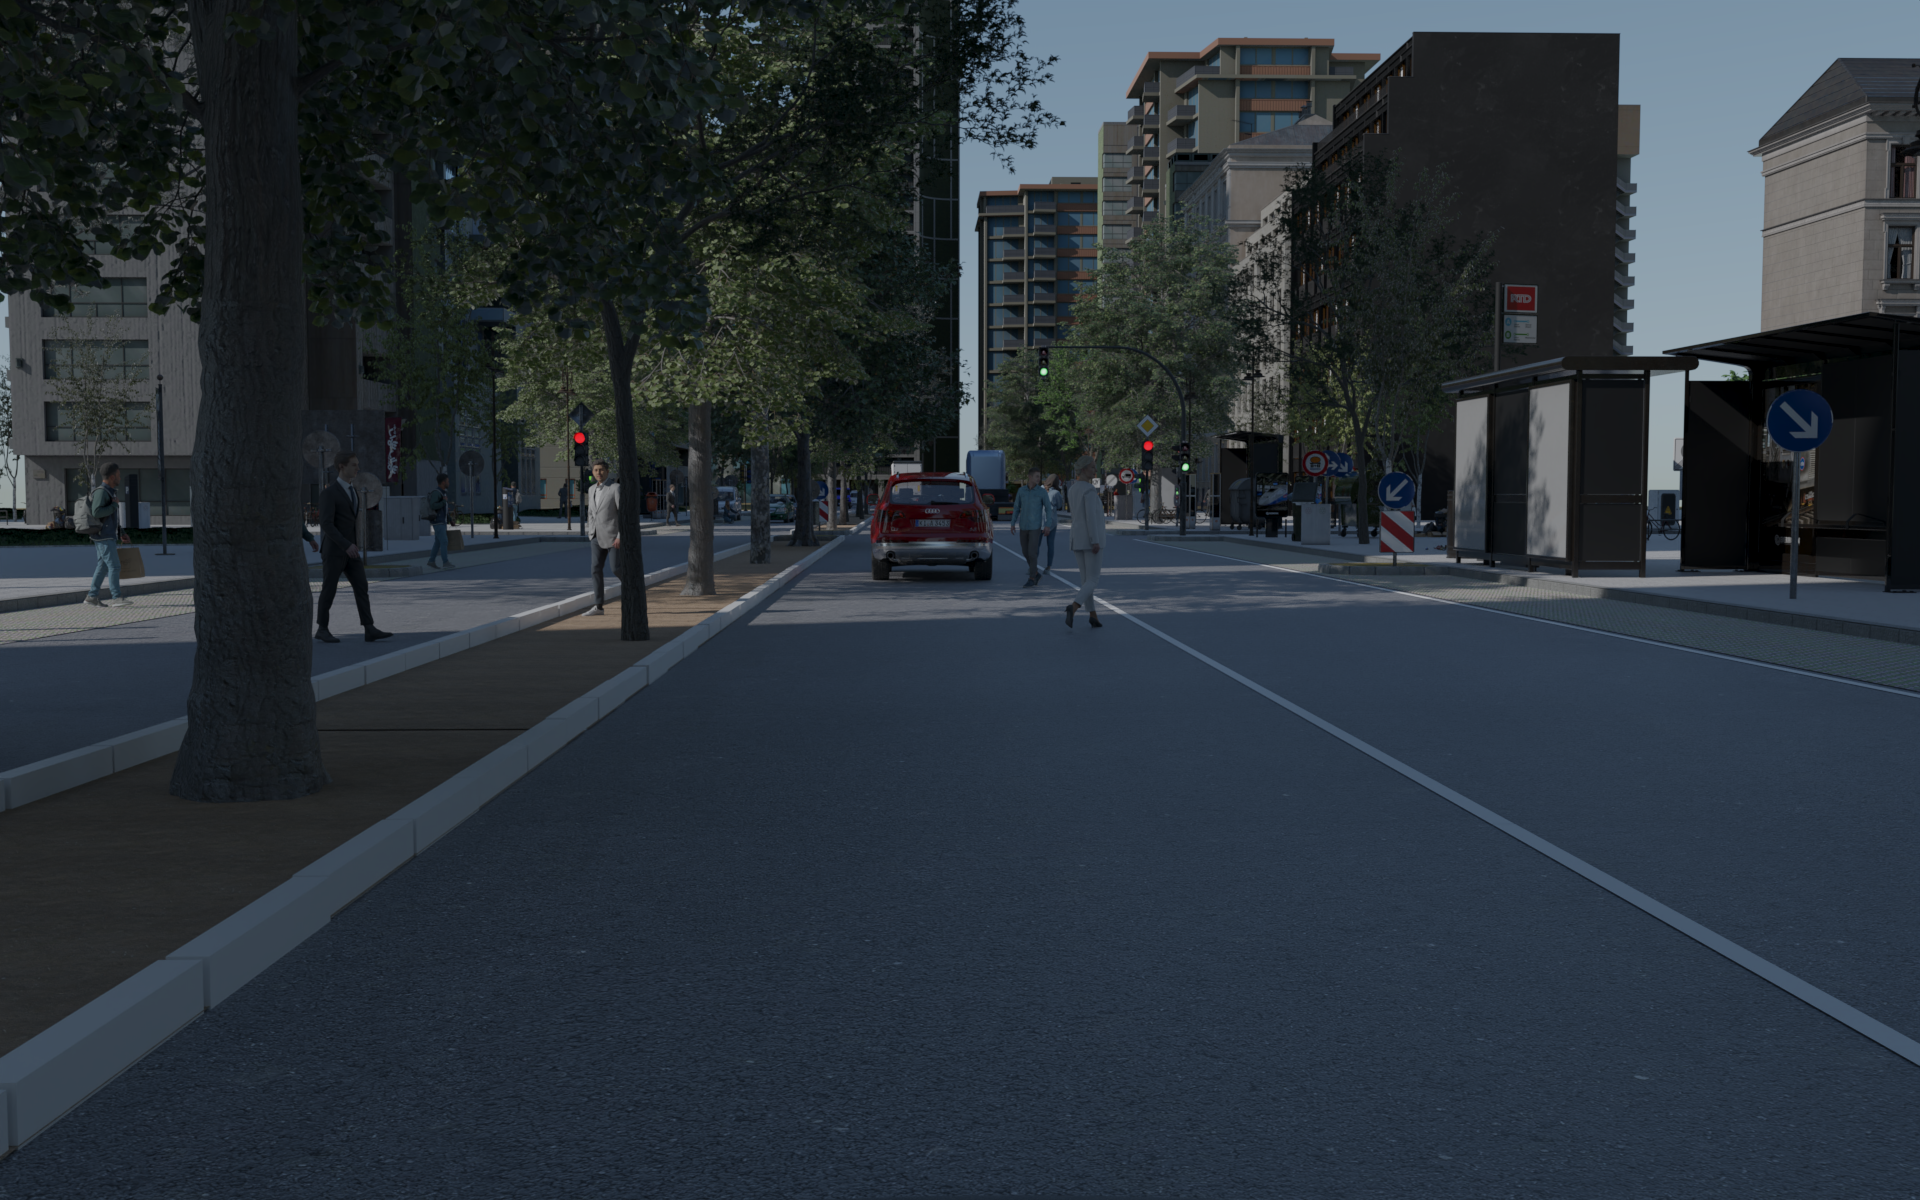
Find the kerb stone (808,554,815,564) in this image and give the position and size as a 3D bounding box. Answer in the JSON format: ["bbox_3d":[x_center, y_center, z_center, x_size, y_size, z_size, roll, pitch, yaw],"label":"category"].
[{"bbox_3d":[-3.067,-0.780,35.019,0.120,0.150,1.000,0,4,-2],"label":"kerb stone"}]

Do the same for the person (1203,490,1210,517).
[{"bbox_3d":[13.914,-5.492,95.618,0.755,1.850,0.659,-3,5,-39],"label":"person"}]

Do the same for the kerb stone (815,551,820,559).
[{"bbox_3d":[-3.132,-0.905,37.068,0.120,0.150,1.000,0,4,-2],"label":"kerb stone"}]

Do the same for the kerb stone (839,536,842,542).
[{"bbox_3d":[-3.506,-1.661,49.356,0.120,0.150,1.000,0,4,-2],"label":"kerb stone"}]

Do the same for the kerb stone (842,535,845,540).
[{"bbox_3d":[-3.572,-1.786,51.399,0.120,0.150,1.000,0,4,-2],"label":"kerb stone"}]

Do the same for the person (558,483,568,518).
[{"bbox_3d":[-20.887,-5.212,91.063,0.655,1.846,0.447,-2,4,-29],"label":"person"}]

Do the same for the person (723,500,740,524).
[{"bbox_3d":[-11.054,-4.255,83.570,0.738,1.151,1.012,3,4,37],"label":"person"}]

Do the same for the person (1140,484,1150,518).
[{"bbox_3d":[9.750,-5.197,91.104,0.616,1.811,0.778,-1,4,-12],"label":"person"}]

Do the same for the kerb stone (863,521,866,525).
[{"bbox_3d":[-4.300,-3.254,75.505,0.120,0.150,1.000,0,4,-2],"label":"kerb stone"}]

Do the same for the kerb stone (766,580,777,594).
[{"bbox_3d":[-2.755,-0.151,24.755,0.120,0.150,1.000,0,4,-2],"label":"kerb stone"}]

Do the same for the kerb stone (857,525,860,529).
[{"bbox_3d":[-4.016,-2.696,66.282,0.120,0.150,1.000,0,4,-2],"label":"kerb stone"}]

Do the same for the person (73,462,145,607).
[{"bbox_3d":[-10.644,-0.808,21.701,0.713,1.824,0.794,0,4,1],"label":"person"}]

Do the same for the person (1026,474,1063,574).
[{"bbox_3d":[1.503,-1.354,30.903,0.793,1.790,0.793,-2,4,-30],"label":"person"}]

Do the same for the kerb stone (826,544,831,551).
[{"bbox_3d":[-3.290,-1.223,42.189,0.120,0.150,1.000,0,4,-2],"label":"kerb stone"}]

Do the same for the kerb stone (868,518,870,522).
[{"bbox_3d":[-4.552,-3.764,83.731,0.120,0.150,1.000,0,4,-2],"label":"kerb stone"}]

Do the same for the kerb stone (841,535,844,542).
[{"bbox_3d":[-3.537,-1.724,50.378,0.120,0.150,1.000,0,4,-2],"label":"kerb stone"}]

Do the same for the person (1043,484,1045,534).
[{"bbox_3d":[3.028,-3.262,62.182,0.374,1.781,0.599,3,4,37],"label":"person"}]

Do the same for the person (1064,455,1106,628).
[{"bbox_3d":[1.299,-0.611,18.363,0.514,1.842,0.818,3,5,42],"label":"person"}]

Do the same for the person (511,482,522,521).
[{"bbox_3d":[-18.228,-3.932,70.680,0.721,1.781,0.623,3,5,39],"label":"person"}]

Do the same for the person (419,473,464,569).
[{"bbox_3d":[-9.780,-1.483,32.732,0.713,1.824,0.794,1,4,13],"label":"person"}]

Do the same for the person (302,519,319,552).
[{"bbox_3d":[-6.804,-0.509,17.173,0.721,1.781,0.623,1,4,21],"label":"person"}]

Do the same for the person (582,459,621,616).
[{"bbox_3d":[-4.111,-0.739,20.426,0.661,1.843,0.795,3,4,36],"label":"person"}]

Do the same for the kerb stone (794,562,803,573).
[{"bbox_3d":[-2.945,-0.533,30.920,0.120,0.150,1.000,0,4,-2],"label":"kerb stone"}]

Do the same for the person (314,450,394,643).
[{"bbox_3d":[-5.886,-0.516,16.715,0.755,1.850,0.659,1,4,13],"label":"person"}]

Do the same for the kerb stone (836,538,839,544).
[{"bbox_3d":[-3.442,-1.536,47.305,0.120,0.150,1.000,0,4,-2],"label":"kerb stone"}]

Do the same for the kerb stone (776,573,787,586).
[{"bbox_3d":[-2.814,-0.282,26.807,0.120,0.150,1.000,0,4,-2],"label":"kerb stone"}]

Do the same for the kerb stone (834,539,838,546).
[{"bbox_3d":[-3.408,-1.473,46.283,0.120,0.150,1.000,0,4,-2],"label":"kerb stone"}]

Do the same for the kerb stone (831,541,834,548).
[{"bbox_3d":[-3.354,-1.348,44.239,0.120,0.150,1.000,0,4,-2],"label":"kerb stone"}]

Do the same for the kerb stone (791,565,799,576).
[{"bbox_3d":[-2.921,-0.471,29.896,0.120,0.150,1.000,0,4,-2],"label":"kerb stone"}]

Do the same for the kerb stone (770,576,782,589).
[{"bbox_3d":[-2.791,-0.219,25.784,0.120,0.150,1.000,0,4,-2],"label":"kerb stone"}]

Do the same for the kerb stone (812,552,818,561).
[{"bbox_3d":[-3.102,-0.846,36.040,0.120,0.150,1.000,0,4,-2],"label":"kerb stone"}]

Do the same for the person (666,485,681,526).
[{"bbox_3d":[-12.623,-4.154,76.189,0.755,1.850,0.659,2,4,29],"label":"person"}]

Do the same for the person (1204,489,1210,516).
[{"bbox_3d":[14.730,-5.890,101.704,0.648,1.900,0.474,2,4,34],"label":"person"}]

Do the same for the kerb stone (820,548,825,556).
[{"bbox_3d":[-3.187,-1.035,39.110,0.120,0.150,1.000,0,4,-2],"label":"kerb stone"}]

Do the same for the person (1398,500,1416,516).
[{"bbox_3d":[15.714,-3.336,60.944,0.694,1.780,0.624,1,4,20],"label":"person"}]

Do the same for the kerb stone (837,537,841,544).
[{"bbox_3d":[-3.480,-1.598,48.330,0.120,0.150,1.000,0,4,-2],"label":"kerb stone"}]

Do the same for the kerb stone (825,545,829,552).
[{"bbox_3d":[-3.252,-1.153,41.161,0.120,0.150,1.000,0,4,-2],"label":"kerb stone"}]

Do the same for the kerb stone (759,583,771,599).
[{"bbox_3d":[-2.726,-0.094,23.729,0.120,0.150,1.000,0,4,-2],"label":"kerb stone"}]

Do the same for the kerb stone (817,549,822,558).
[{"bbox_3d":[-3.167,-0.972,38.089,0.120,0.150,1.000,0,4,-2],"label":"kerb stone"}]

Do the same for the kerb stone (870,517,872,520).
[{"bbox_3d":[-4.673,-4.012,87.818,0.120,0.150,1.000,0,4,-2],"label":"kerb stone"}]

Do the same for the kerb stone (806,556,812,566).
[{"bbox_3d":[-3.039,-0.714,33.998,0.120,0.150,1.000,0,4,-2],"label":"kerb stone"}]

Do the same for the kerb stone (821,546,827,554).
[{"bbox_3d":[-3.226,-1.097,40.132,0.120,0.150,1.000,0,4,-2],"label":"kerb stone"}]

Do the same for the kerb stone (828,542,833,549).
[{"bbox_3d":[-3.317,-1.286,43.216,0.120,0.150,1.000,0,4,-2],"label":"kerb stone"}]

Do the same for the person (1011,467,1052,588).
[{"bbox_3d":[1.155,-1.121,26.697,0.638,1.841,0.748,2,4,35],"label":"person"}]

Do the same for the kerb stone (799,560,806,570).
[{"bbox_3d":[-2.983,-0.597,31.953,0.120,0.150,1.000,0,4,-2],"label":"kerb stone"}]

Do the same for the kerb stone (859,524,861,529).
[{"bbox_3d":[-4.083,-2.819,68.336,0.120,0.150,1.000,0,4,-2],"label":"kerb stone"}]

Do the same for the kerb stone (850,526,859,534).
[{"bbox_3d":[-3.985,-2.633,65.257,0.120,0.150,1.000,0,4,-2],"label":"kerb stone"}]

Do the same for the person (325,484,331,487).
[{"bbox_3d":[-20.487,-2.934,56.572,0.850,1.850,0.679,2,4,25],"label":"person"}]

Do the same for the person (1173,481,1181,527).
[{"bbox_3d":[8.740,-3.818,68.309,0.661,1.843,0.795,1,4,14],"label":"person"}]

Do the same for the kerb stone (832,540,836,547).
[{"bbox_3d":[-3.382,-1.411,45.262,0.120,0.150,1.000,0,4,-2],"label":"kerb stone"}]

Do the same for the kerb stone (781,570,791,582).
[{"bbox_3d":[-2.855,-0.342,27.835,0.120,0.150,1.000,0,4,-2],"label":"kerb stone"}]

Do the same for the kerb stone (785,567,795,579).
[{"bbox_3d":[-2.884,-0.406,28.868,0.120,0.150,1.000,0,4,-2],"label":"kerb stone"}]

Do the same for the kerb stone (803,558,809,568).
[{"bbox_3d":[-3.008,-0.659,32.974,0.120,0.150,1.000,0,4,-2],"label":"kerb stone"}]
